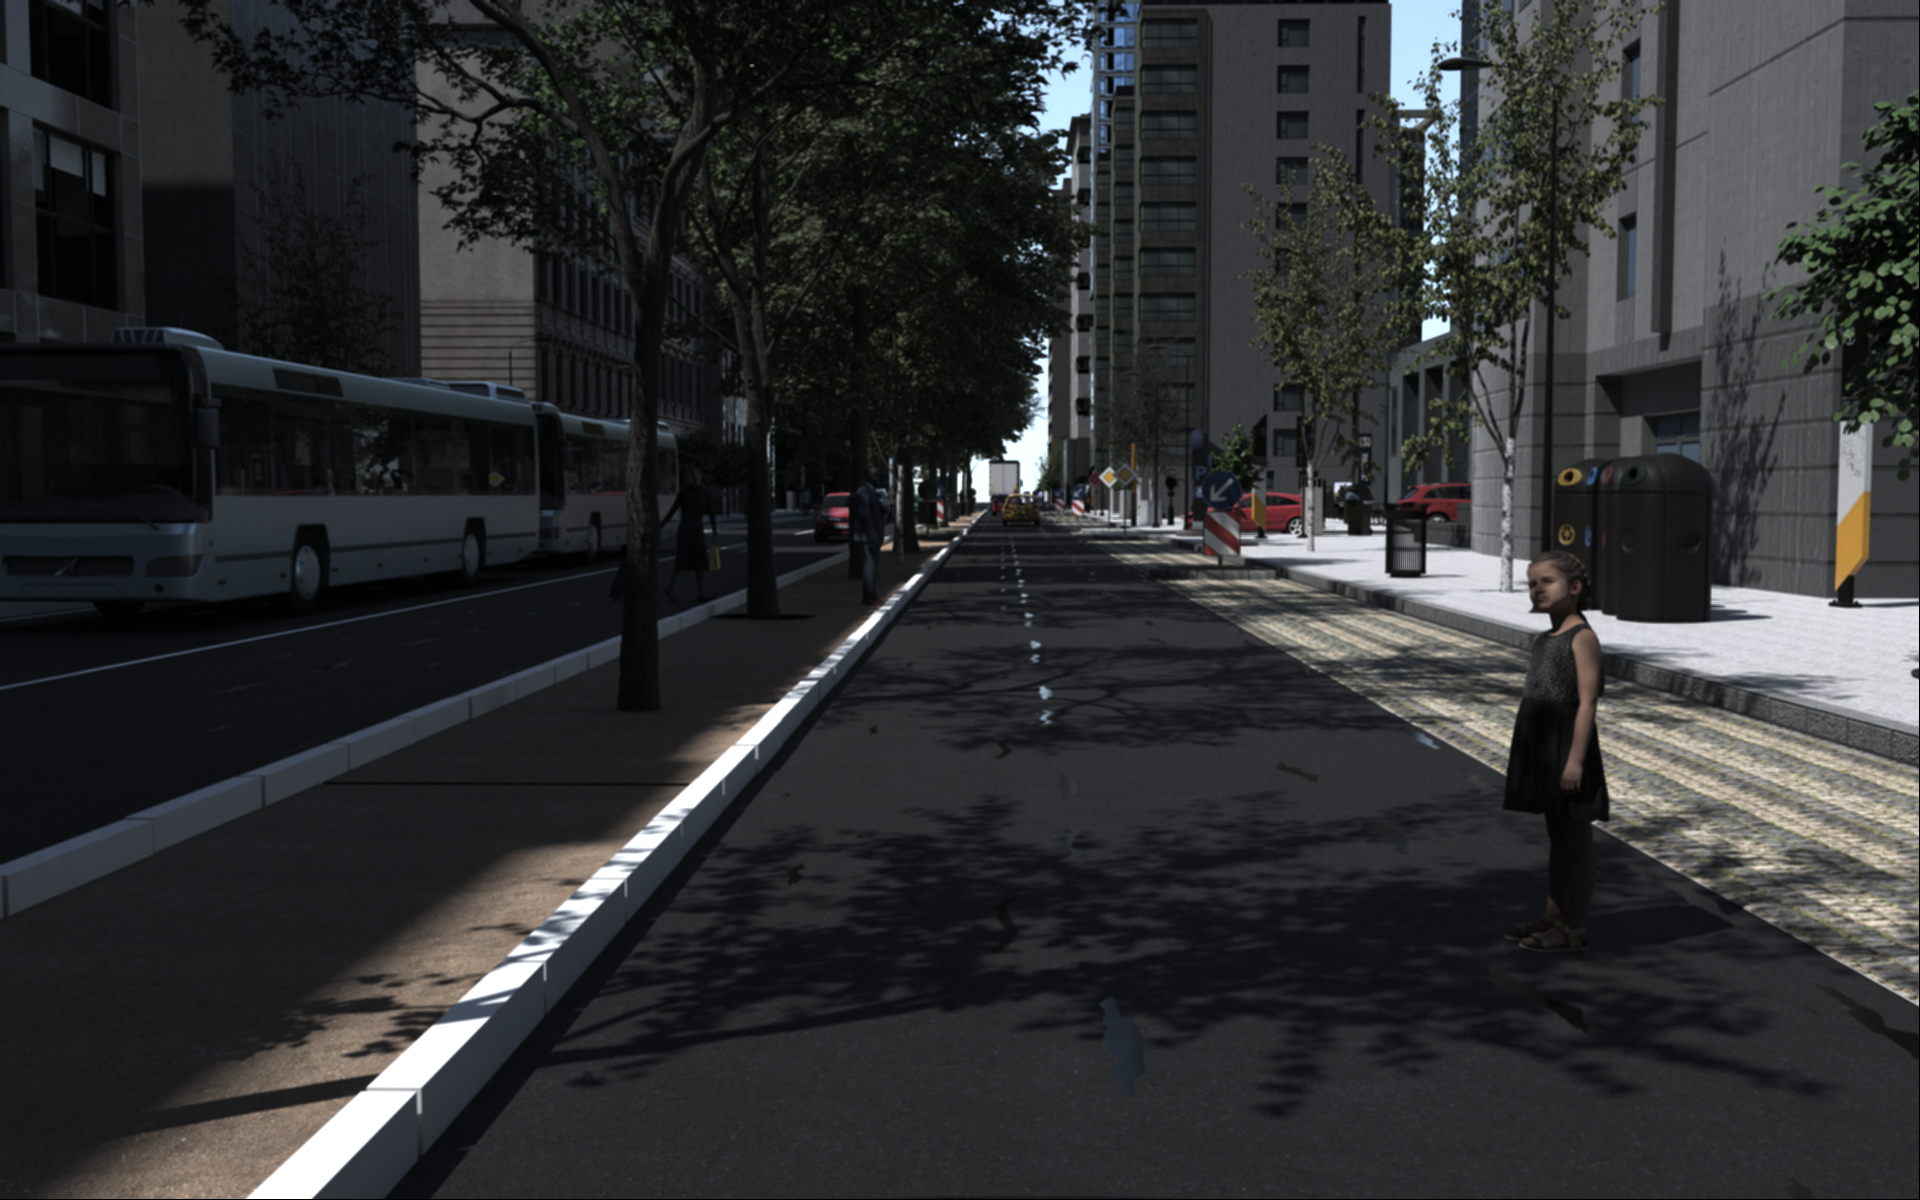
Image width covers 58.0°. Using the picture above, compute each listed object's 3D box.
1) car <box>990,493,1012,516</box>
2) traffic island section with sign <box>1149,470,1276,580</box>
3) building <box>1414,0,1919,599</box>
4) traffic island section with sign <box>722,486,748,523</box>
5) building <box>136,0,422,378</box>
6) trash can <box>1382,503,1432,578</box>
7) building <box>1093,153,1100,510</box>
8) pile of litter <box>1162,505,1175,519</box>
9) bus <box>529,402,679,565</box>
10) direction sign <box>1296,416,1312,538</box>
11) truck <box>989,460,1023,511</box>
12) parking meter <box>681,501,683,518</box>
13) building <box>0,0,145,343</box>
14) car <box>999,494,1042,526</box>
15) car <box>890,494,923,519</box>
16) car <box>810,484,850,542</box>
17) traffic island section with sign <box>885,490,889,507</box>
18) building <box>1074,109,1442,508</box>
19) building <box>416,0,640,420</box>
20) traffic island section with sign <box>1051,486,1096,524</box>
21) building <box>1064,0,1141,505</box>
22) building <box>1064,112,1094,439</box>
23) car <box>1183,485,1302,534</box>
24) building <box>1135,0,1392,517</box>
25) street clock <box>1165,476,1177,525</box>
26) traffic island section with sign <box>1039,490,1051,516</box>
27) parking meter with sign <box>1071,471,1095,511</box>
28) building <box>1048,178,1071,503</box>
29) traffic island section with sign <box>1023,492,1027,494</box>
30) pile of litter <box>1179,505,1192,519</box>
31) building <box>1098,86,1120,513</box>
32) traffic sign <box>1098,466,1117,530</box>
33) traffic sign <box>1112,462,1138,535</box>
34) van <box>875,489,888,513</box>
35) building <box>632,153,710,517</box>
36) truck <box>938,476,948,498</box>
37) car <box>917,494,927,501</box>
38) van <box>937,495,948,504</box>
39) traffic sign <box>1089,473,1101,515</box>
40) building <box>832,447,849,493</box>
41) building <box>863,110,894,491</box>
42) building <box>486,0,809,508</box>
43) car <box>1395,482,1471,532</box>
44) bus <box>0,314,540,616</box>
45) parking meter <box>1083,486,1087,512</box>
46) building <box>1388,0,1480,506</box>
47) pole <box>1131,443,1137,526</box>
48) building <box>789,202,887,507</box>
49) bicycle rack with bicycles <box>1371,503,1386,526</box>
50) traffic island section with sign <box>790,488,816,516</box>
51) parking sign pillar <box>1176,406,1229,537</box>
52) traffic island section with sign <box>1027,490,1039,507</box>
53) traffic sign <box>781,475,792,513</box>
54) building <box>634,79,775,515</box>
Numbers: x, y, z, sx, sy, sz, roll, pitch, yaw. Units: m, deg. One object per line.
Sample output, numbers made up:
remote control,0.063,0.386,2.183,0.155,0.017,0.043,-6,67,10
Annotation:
car,3.061,-6.474,114.895,2.155,1.783,4.494,0,4,3
traffic island section with sign,4.275,-1.288,29.682,1.989,1.847,2.006,0,4,1
building,21.475,-30.044,33.218,21.231,58.520,28.212,0,4,1
traffic island section with sign,-10.603,-4.699,85.456,1.989,1.847,2.006,0,4,1
building,-31.163,-13.899,46.318,30.058,24.678,14.314,0,4,1
trash can,6.874,-0.920,26.692,0.748,1.137,0.748,0,3,0
building,18.418,-23.090,149.224,14.160,30.474,14.107,0,4,1
pile of litter,10.474,-4.598,89.142,1.176,0.858,1.719,1,4,9
bus,-8.588,-2.623,37.743,2.948,3.499,13.247,0,4,1
direction sign,10.041,-3.583,50.573,0.379,3.537,0.876,3,5,41
truck,3.897,-9.795,149.054,2.839,4.237,11.283,0,4,3
parking meter,-13.320,-4.611,83.806,0.372,1.533,0.369,0,3,0
building,-25.669,-12.936,16.015,19.350,26.468,34.151,0,4,1
car,2.794,-4.245,79.623,2.015,1.641,3.980,0,4,1
car,-3.074,-5.546,99.475,1.959,1.807,4.718,0,3,0
car,-3.460,-2.684,52.931,2.155,1.783,4.494,0,4,-1
traffic island section with sign,-8.080,-11.077,189.737,1.989,1.847,2.006,0,4,1
building,27.495,-29.104,167.729,32.217,40.220,23.993,0,4,1
building,-20.204,-13.700,73.145,9.793,20.994,18.267,0,4,1
traffic island section with sign,5.607,-4.640,84.498,1.989,1.847,2.006,0,4,1
building,23.473,-53.896,193.865,22.319,86.520,31.000,0,4,1
building,28.999,-39.540,235.715,28.713,52.752,27.495,0,4,1
car,9.674,-2.977,57.711,4.494,1.783,2.155,0,4,2
building,17.303,-20.316,103.861,14.160,30.474,14.107,0,4,1
street clock,8.674,-4.076,71.214,0.358,2.002,0.471,-3,4,-37
traffic island section with sign,6.250,-6.289,111.445,1.989,1.847,2.006,0,4,1
parking meter with sign,9.320,-8.263,131.364,1.738,3.016,0.543,0,4,1
building,24.202,-38.946,260.468,21.300,48.544,21.600,0,4,1
traffic island section with sign,8.134,-11.052,189.330,1.989,1.847,2.006,0,4,1
pile of litter,12.073,-4.680,90.483,1.176,0.858,1.719,0,4,-7
building,17.809,-21.665,125.921,14.160,30.474,14.107,0,4,1
traffic sign,5.363,-3.586,62.279,0.795,2.450,0.064,0,4,1
traffic sign,5.170,-3.098,54.296,0.795,2.450,0.064,0,4,1
van,-6.417,-7.587,131.057,2.013,2.044,4.112,0,4,3
building,-20.469,-15.702,92.883,11.583,22.565,21.152,0,4,1
truck,-2.773,-17.616,276.939,2.839,4.237,11.283,0,3,0
car,-4.259,-11.166,194.365,2.131,1.459,4.920,0,4,1
van,-2.719,-15.376,258.412,2.013,2.044,4.112,0,4,2
traffic sign,8.102,-6.331,103.623,0.768,2.556,0.104,0,4,5
building,-18.947,-26.327,202.144,14.160,30.474,14.107,0,4,1
building,-21.091,-58.313,266.093,22.319,86.520,31.000,0,4,1
building,-27.805,-34.385,151.439,28.713,52.752,27.495,0,4,1
car,17.014,-2.966,57.174,5.304,1.827,2.281,0,4,1
bus,-8.783,-1.733,23.197,2.948,3.499,13.247,0,4,2
parking meter,9.106,-7.317,125.343,0.399,1.863,0.255,-2,4,-25
building,35.024,-46.502,72.979,31.000,86.520,22.319,0,4,1
pole,6.979,-4.624,69.449,0.158,3.312,0.155,0,3,0
building,-21.669,-35.650,237.495,22.147,44.769,28.867,0,4,1
bicycle rack with bicycles,17.385,-3.471,70.129,2.925,0.926,2.852,-1,4,-10
traffic island section with sign,-9.957,-6.347,112.403,1.989,1.847,2.006,0,4,1
parking sign pillar,7.299,-3.925,52.654,1.447,3.967,1.447,0,4,6
traffic island section with sign,7.455,-9.352,161.529,1.989,1.847,2.006,0,4,1
traffic sign,-11.806,-7.188,117.629,0.768,2.556,0.104,0,4,8
building,-19.632,-19.483,115.809,12.463,27.353,25.104,0,4,1
